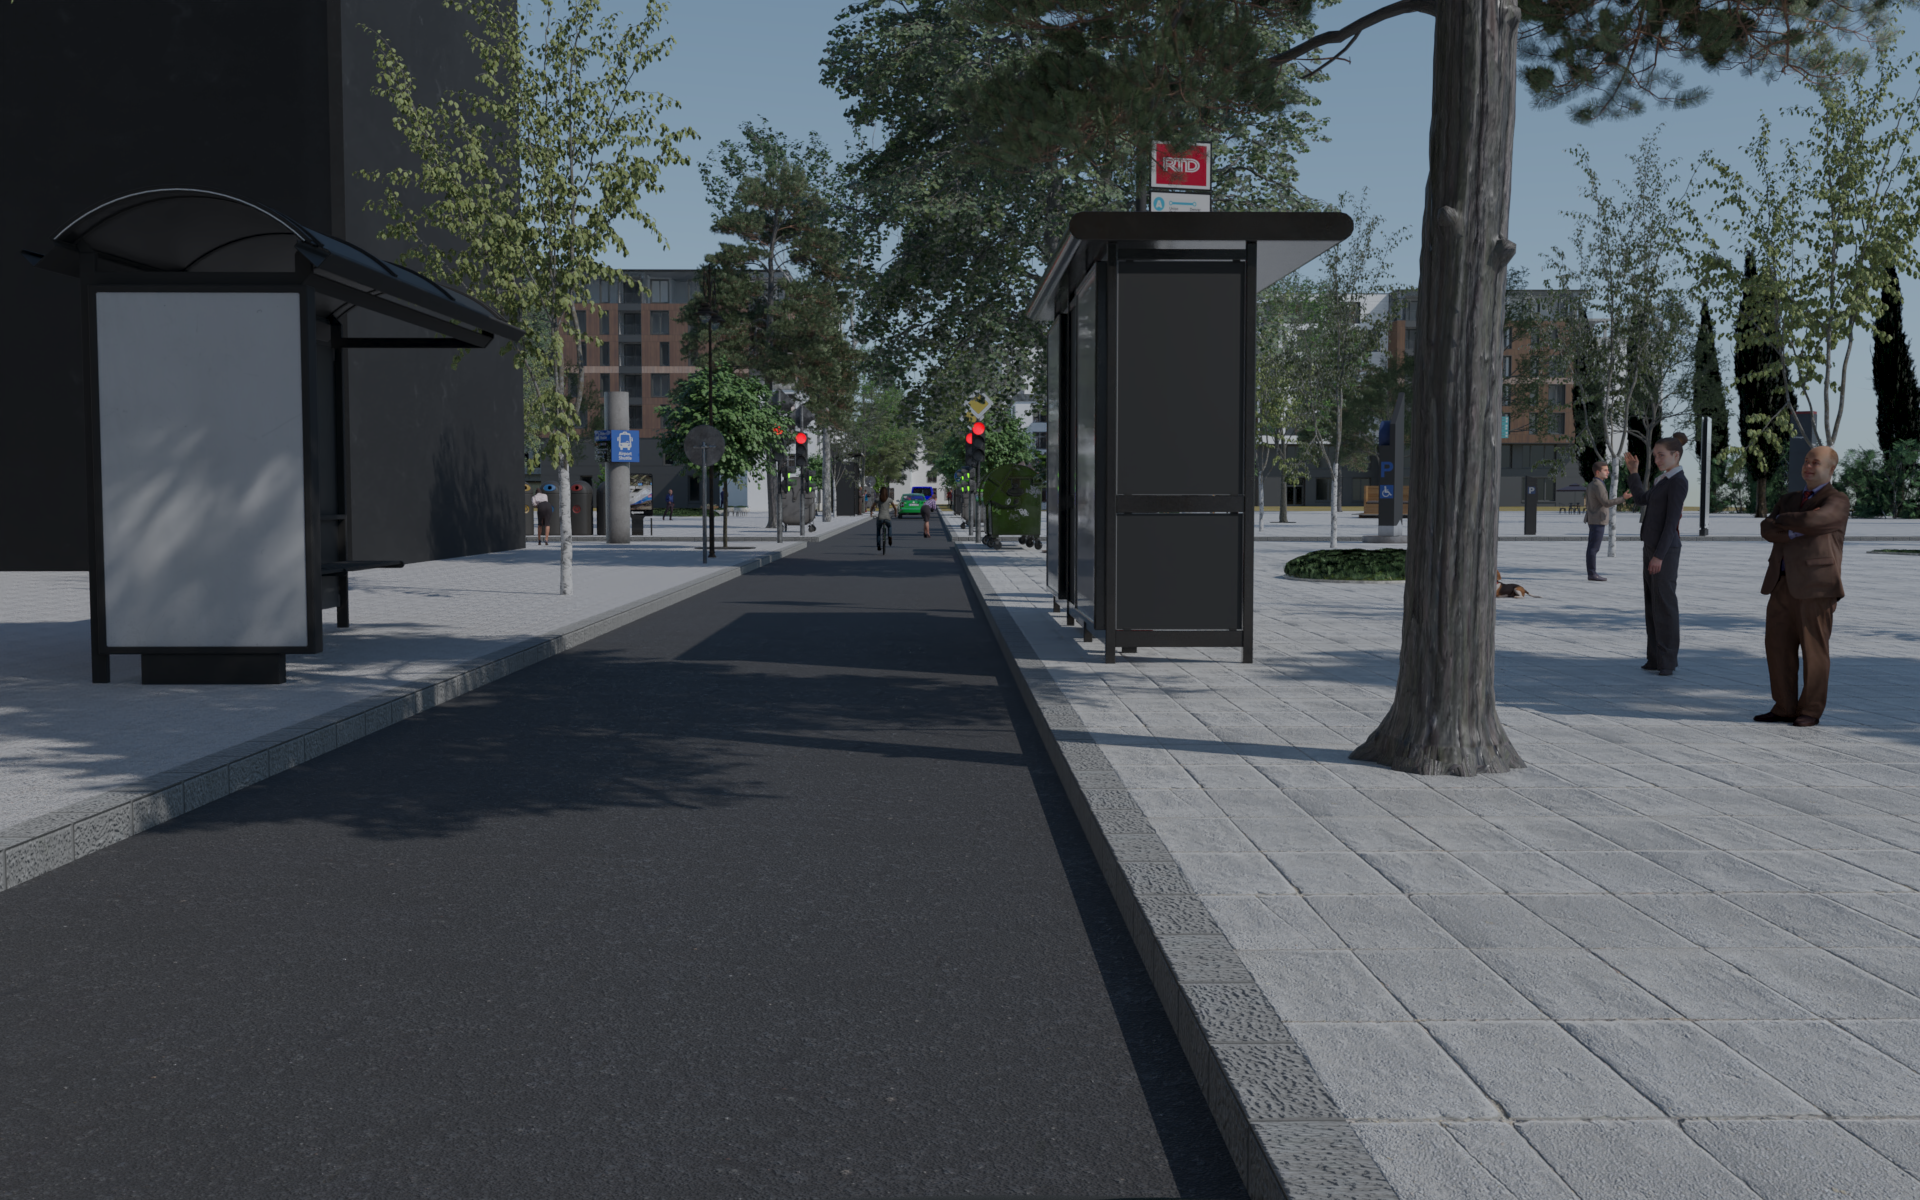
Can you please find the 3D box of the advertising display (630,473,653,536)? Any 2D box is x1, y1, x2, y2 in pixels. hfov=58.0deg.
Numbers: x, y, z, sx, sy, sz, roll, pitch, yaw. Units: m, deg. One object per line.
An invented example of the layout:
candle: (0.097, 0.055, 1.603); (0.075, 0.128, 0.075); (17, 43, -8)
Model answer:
advertising display: (-9.955, -2.949, 53.435); (0.974, 1.923, 0.123); (-1, 4, -11)

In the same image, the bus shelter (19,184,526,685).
bus shelter: (-5.166, -1.235, 14.118); (2.014, 3.302, 5.546); (0, 4, -1)

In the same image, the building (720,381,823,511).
building: (-15.434, -12.271, 142.777); (9.099, 9.664, 28.070); (0, 4, -1)

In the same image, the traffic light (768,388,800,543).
traffic light: (-4.704, -3.426, 45.260); (0.839, 4.213, 0.868); (0, 4, -1)

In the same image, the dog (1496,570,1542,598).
dog: (6.765, -0.222, 21.360); (0.748, 0.427, 0.550); (2, 4, 34)

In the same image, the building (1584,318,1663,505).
building: (69.428, -20.573, 192.788); (11.380, 20.091, 16.016); (0, 4, -1)

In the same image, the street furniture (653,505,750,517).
street furniture: (-16.369, -5.205, 100.722); (5.734, 0.657, 10.072); (-3, 4, -36)

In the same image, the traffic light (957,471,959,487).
traffic light: (0.320, -3.921, 53.348); (0.839, 4.213, 0.868); (0, 4, -1)

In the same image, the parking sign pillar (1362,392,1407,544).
parking sign pillar: (11.314, -3.484, 45.431); (1.447, 3.967, 1.447); (2, 4, 24)

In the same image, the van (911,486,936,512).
van: (-3.038, -8.268, 139.562); (2.240, 2.365, 5.245); (0, 4, -1)

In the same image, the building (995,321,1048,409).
building: (11.798, -20.596, 193.161); (16.016, 20.091, 11.380); (0, 4, -1)

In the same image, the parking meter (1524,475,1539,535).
parking meter: (17.923, -2.974, 54.330); (0.399, 1.863, 0.255); (1, 4, 13)

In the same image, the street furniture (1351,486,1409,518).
street furniture: (25.959, -5.299, 93.495); (9.812, 1.723, 11.010); (1, 4, 18)

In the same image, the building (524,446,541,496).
building: (-57.018, -19.833, 190.731); (31.486, 18.905, 16.747); (0, 4, -1)

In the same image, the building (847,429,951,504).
building: (-6.279, -17.165, 222.790); (28.070, 9.664, 9.099); (0, 4, -1)

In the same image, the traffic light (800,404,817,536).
traffic light: (-4.840, -3.914, 53.244); (0.839, 4.213, 0.868); (0, 4, -1)

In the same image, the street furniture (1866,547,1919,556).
street furniture: (31.328, -1.486, 29.319); (27.439, 1.986, 14.083); (1, 4, 11)

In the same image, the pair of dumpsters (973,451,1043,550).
pair of dumpsters: (1.228, -2.397, 41.692); (1.574, 2.255, 4.436); (0, 4, -1)

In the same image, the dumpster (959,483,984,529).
dumpster: (0.616, -3.542, 63.663); (1.264, 1.857, 1.865); (0, 4, -1)

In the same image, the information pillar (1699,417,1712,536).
information pillar: (22.958, -3.794, 53.350); (0.184, 3.620, 1.656); (2, 4, 27)

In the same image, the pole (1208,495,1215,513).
pole: (7.822, -3.667, 53.792); (0.158, 3.312, 0.155); (0, 3, 0)

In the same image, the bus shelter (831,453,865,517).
bus shelter: (-6.528, -6.739, 101.468); (1.731, 3.624, 6.357); (0, 4, -1)

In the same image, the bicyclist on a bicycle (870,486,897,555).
bicyclist on a bicycle: (-1.806, -1.896, 41.028); (1.499, 1.676, 1.625); (0, 4, -1)

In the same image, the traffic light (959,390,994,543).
traffic light: (0.456, -3.432, 45.364); (0.839, 4.213, 0.868); (0, 4, -1)

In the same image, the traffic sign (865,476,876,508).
traffic sign: (-6.368, -7.511, 122.913); (0.768, 2.556, 0.104); (0, 4, 4)

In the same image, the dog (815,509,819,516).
dog: (-8.537, -5.232, 103.279); (0.550, 0.427, 0.748); (1, 4, 19)

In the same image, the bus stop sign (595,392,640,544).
bus stop sign: (-8.858, -3.410, 44.768); (0.837, 3.901, 0.837); (-3, 5, -41)

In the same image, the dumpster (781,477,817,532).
dumpster: (-5.498, -3.222, 58.440); (1.264, 1.857, 1.865); (0, 4, -1)

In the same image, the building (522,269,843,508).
building: (-26.452, -20.172, 173.785); (27.936, 21.610, 32.646); (0, 4, -1)

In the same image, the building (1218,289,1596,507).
building: (46.866, -20.968, 186.794); (32.646, 21.610, 27.936); (0, 4, -1)

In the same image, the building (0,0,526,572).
building: (-18.066, -12.495, 33.976); (15.834, 23.373, 12.332); (0, 4, -1)

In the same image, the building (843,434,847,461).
building: (-27.308, -15.479, 195.231); (28.070, 9.664, 9.099); (0, 4, -1)

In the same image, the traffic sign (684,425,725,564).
traffic sign: (-4.714, -1.947, 31.934); (0.768, 2.556, 0.104); (0, 4, 3)

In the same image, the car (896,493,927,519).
car: (-2.766, -5.671, 101.520); (1.959, 1.807, 4.718); (0, 4, -3)

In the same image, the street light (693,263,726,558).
street light: (-5.015, -3.796, 34.847); (0.468, 5.910, 1.993); (0, 4, -1)

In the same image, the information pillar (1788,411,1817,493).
information pillar: (26.369, -3.966, 54.226); (0.750, 3.857, 0.750); (3, 4, 39)

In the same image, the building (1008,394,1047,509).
building: (9.064, -12.425, 145.298); (9.099, 9.664, 28.070); (0, 4, -1)

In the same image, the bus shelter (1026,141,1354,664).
bus shelter: (1.824, -2.420, 17.200); (2.179, 5.291, 8.768); (0, 4, -1)

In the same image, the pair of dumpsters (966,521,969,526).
pair of dumpsters: (0.901, -4.049, 68.702); (1.574, 2.255, 4.436); (0, 4, -1)

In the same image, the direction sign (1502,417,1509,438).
direction sign: (15.543, -3.975, 53.752); (2.525, 3.948, 1.411); (0, 4, -3)

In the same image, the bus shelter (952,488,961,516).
bus shelter: (0.415, -7.878, 106.435); (2.179, 5.291, 8.768); (0, 4, -1)

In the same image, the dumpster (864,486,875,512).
dumpster: (-6.801, -7.355, 126.007); (1.264, 1.857, 1.865); (0, 4, -1)
